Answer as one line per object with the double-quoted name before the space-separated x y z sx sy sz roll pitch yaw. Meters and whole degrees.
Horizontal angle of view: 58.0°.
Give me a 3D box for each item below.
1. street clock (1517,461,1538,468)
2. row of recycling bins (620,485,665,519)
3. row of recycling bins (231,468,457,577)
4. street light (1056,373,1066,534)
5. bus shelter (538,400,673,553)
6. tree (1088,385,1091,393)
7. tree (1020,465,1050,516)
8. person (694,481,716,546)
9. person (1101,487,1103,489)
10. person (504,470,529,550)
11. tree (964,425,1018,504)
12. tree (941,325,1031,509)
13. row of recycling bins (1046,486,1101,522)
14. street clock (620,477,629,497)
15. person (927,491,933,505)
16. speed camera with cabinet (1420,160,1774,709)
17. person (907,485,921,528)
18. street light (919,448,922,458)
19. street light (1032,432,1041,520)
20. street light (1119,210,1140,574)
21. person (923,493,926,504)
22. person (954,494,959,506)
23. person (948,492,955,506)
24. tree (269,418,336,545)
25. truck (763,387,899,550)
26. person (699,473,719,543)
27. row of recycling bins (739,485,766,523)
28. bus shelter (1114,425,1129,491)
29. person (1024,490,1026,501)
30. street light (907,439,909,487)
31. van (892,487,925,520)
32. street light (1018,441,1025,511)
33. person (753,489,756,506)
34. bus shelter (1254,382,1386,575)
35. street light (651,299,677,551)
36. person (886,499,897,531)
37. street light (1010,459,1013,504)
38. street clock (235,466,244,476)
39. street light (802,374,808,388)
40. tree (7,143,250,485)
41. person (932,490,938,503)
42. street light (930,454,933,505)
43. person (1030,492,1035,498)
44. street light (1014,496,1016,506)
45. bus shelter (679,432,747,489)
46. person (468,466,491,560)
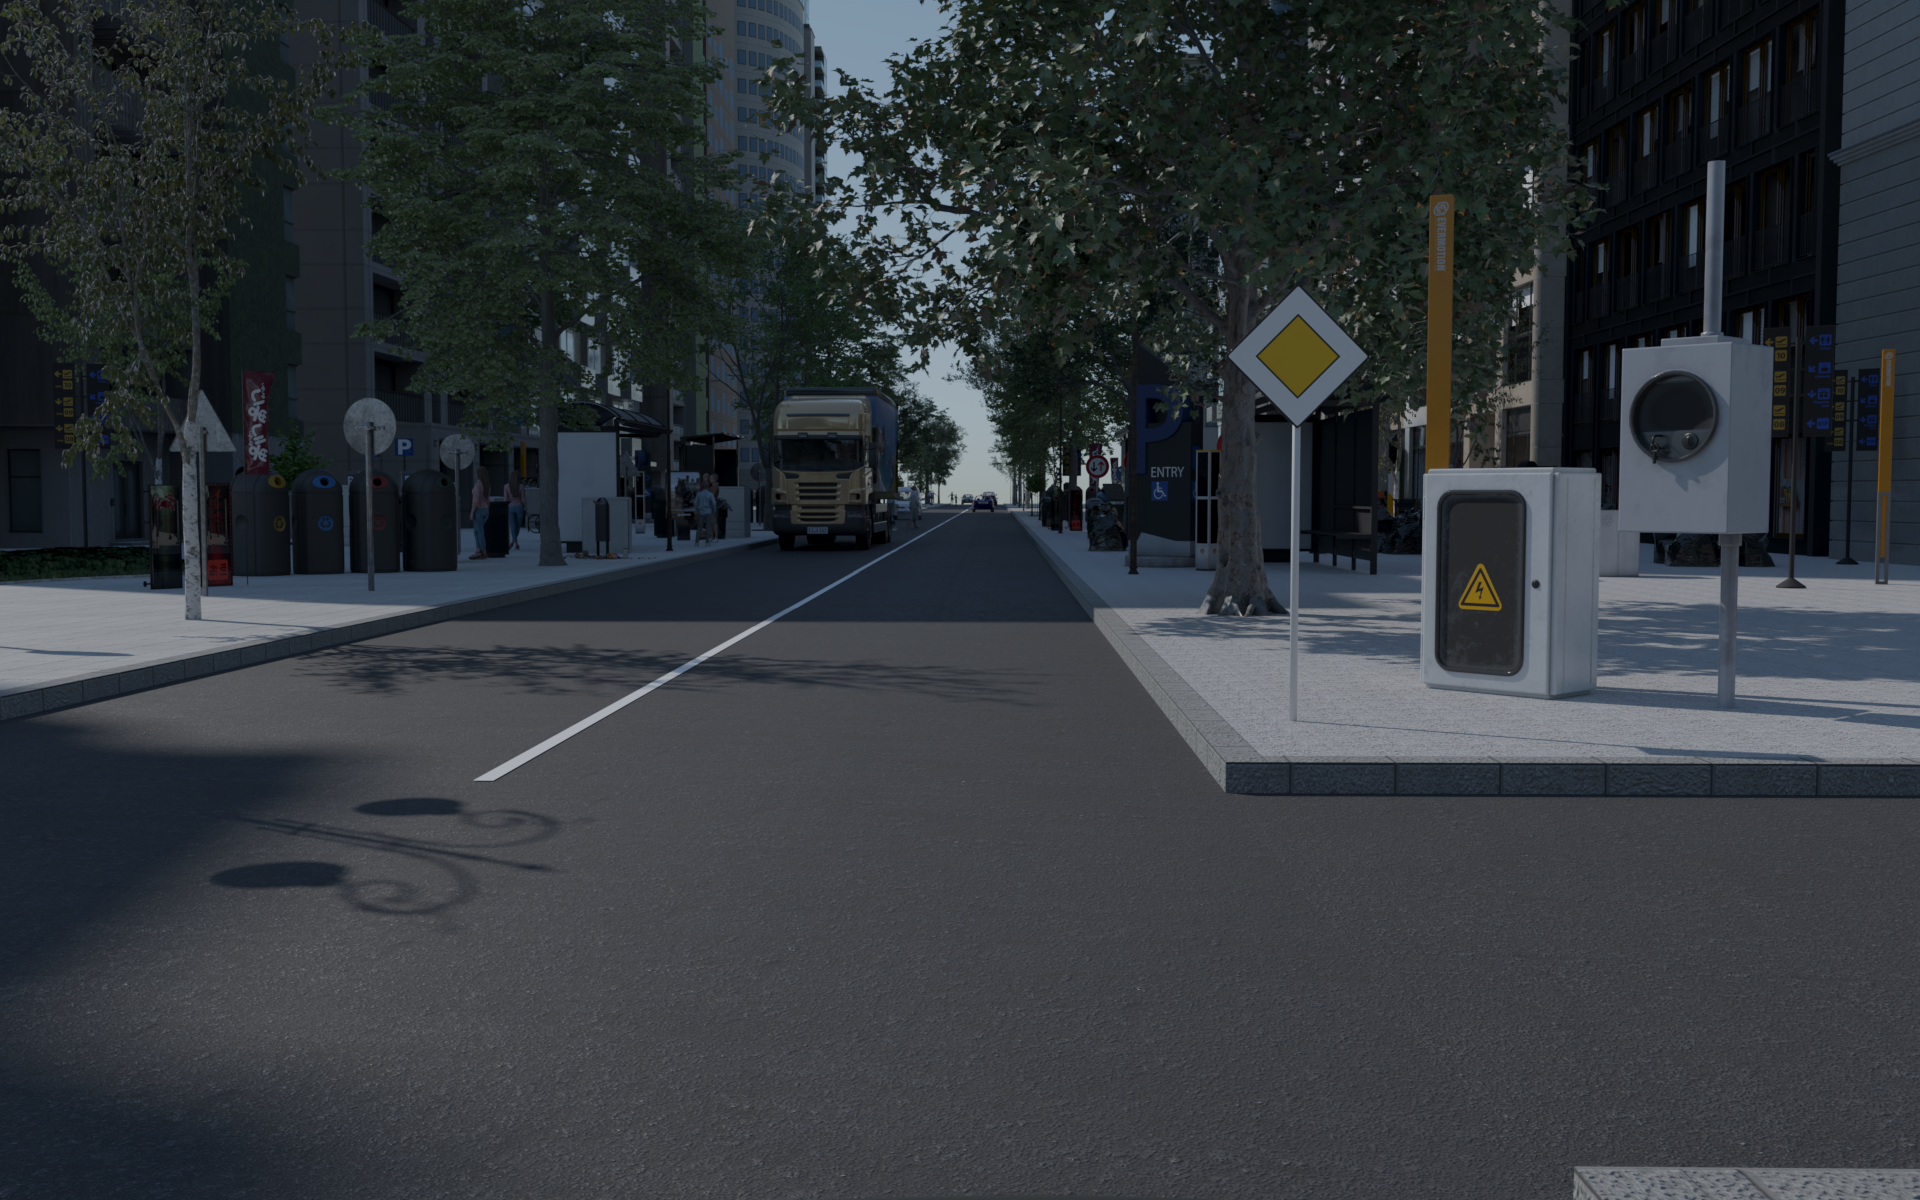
"street clock" 12.389 -2.035 37.848 0.471 2.002 0.358 -2 4 -33
"row of recycling bins" -14.590 -4.518 80.990 3.534 1.692 1.069 -3 5 -39
"row of recycling bins" -9.965 -1.282 28.072 3.534 1.692 1.069 -3 4 -36
"street light" 3.267 -5.102 56.204 0.468 5.910 1.993 0 4 1
"bus shelter" -8.152 -2.832 40.225 2.014 3.302 5.546 0 4 1
"tree" 7.795 -21.030 199.733 12.611 20.169 13.585 0 3 0
"tree" 4.506 -6.475 100.468 1.663 3.219 1.824 0 3 0
"person" -6.265 -2.126 42.612 0.589 1.601 0.330 1 4 13
"person" 10.791 -7.605 130.524 0.705 1.807 1.348 0 4 -2
"person" -10.214 -2.068 39.866 0.555 1.821 0.388 -1 4 -23
"tree" 7.317 -18.086 221.465 9.928 11.665 9.643 0 3 0
"tree" 4.927 -19.532 175.233 12.611 20.169 13.585 0 3 0
"row of recycling bins" 5.733 -4.488 80.499 3.534 1.692 1.069 1 4 8
"street clock" -14.546 -4.294 74.770 0.471 2.002 0.358 -1 4 -20
"person" -3.534 -12.272 207.630 0.756 1.711 0.436 1 4 12
"speed camera with cabinet" 3.907 -1.007 10.795 0.660 3.252 2.038 -3 5 -41
"person" -1.964 -3.909 72.636 0.641 1.798 0.478 -1 4 -22
"street light" -3.916 -12.047 169.747 0.468 5.910 1.993 0 4 1
"street light" 3.885 -6.811 84.149 0.468 5.910 1.993 0 4 1
"street light" 2.775 -3.349 27.537 0.468 5.910 1.993 0 4 1
"person" -4.585 -13.874 232.900 1.348 1.823 0.705 1 4 12
"person" -0.437 -11.631 201.930 0.557 1.426 1.065 -3 5 -41
"person" -0.978 -12.601 215.227 1.217 1.736 0.721 1 4 10
"tree" -16.963 -3.026 44.071 1.663 3.219 1.824 0 3 0
"truck" -3.338 -3.608 47.899 2.839 4.237 11.283 0 4 2
"person" -6.605 -2.433 45.802 0.580 1.828 0.573 1 4 13
"row of recycling bins" -9.173 -4.309 77.559 3.534 1.692 1.069 -1 4 -12
"bus shelter" 6.194 -4.804 56.176 2.179 5.291 8.768 0 4 1
"person" 7.386 -11.673 196.974 0.705 1.814 1.350 0 4 -3
"street light" -4.320 -10.447 143.599 0.468 5.910 1.993 0 4 1
"van" -2.968 -5.523 97.312 2.013 2.044 4.112 0 4 -1
"street light" 4.840 -9.713 131.594 0.468 5.910 1.993 0 4 1
"person" -21.426 -10.651 180.720 0.617 1.759 0.750 0 4 1
"bus shelter" 5.908 -2.200 29.892 2.014 3.302 5.546 0 4 1
"street light" -6.549 -4.043 38.888 0.468 5.910 1.993 0 4 1
"person" -2.678 -3.615 67.870 0.793 1.790 0.793 -3 4 -38
"street light" 5.952 -13.145 187.702 0.468 5.910 1.993 0 4 1
"street clock" -18.492 -2.465 44.869 0.471 2.002 0.358 -2 4 -31
"street light" -5.949 -5.752 66.833 0.468 5.910 1.993 0 4 1
"tree" -16.867 -5.223 35.757 4.737 8.622 4.395 0 3 0
"person" -3.750 -14.363 240.954 1.350 1.814 0.705 2 4 25
"street light" -3.277 -13.765 197.851 0.468 5.910 1.993 0 4 1
"person" 8.543 -12.406 209.608 1.217 1.743 0.721 0 4 8
"street light" 5.487 -11.459 160.149 0.468 5.910 1.993 0 4 1
"bus shelter" -9.760 -4.741 68.793 1.731 3.624 6.357 0 4 1
"person" -9.394 -1.706 33.941 0.388 1.821 0.555 0 4 7
